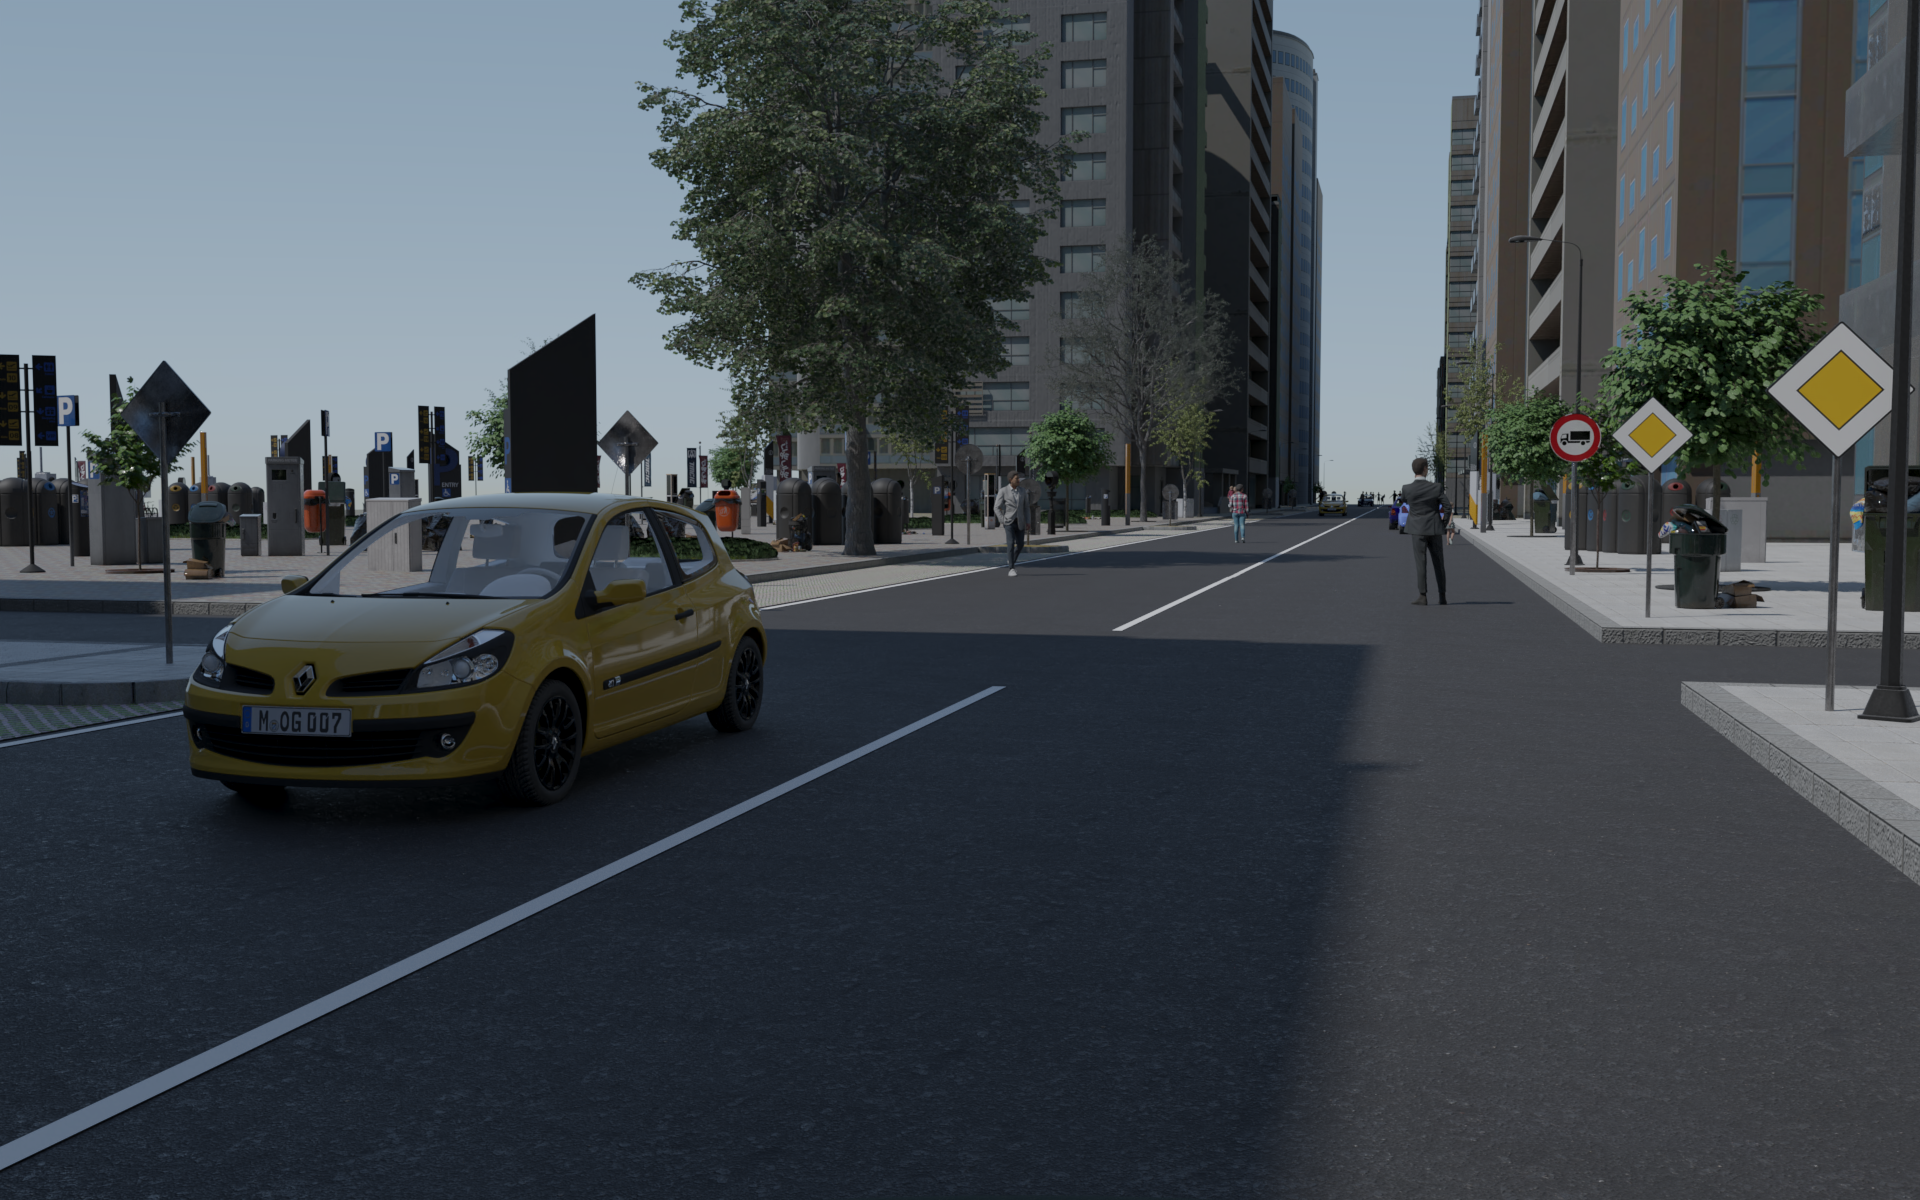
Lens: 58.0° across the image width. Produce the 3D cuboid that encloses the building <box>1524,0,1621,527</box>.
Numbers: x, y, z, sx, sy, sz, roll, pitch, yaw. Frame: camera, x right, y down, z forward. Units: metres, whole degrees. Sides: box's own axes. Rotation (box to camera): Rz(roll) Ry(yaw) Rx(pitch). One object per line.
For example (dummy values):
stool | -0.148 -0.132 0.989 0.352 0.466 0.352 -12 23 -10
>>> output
building | 36.357 -27.530 73.815 21.300 48.544 21.600 1 4 14

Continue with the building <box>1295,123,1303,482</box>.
building | 31.607 -33.548 198.621 14.600 45.320 14.200 1 4 14

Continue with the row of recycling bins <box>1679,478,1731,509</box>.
row of recycling bins | 18.145 -2.327 45.155 3.534 1.692 1.069 1 4 14

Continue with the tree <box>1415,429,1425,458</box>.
tree | 47.427 -13.573 172.287 4.737 8.622 4.395 0 3 0

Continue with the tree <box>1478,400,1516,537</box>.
tree | 17.174 -4.156 51.668 4.285 4.588 4.351 0 3 0

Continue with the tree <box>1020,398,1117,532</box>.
tree | 3.570 -4.599 58.911 4.285 4.588 4.351 0 3 0

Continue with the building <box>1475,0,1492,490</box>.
building | 45.841 -35.106 115.988 21.231 58.520 28.212 1 4 14

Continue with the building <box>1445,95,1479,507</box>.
building | 57.777 -30.331 179.499 14.154 41.232 14.086 1 4 14

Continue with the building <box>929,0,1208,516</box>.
building | 6.785 -25.621 102.491 14.154 41.232 14.086 1 4 14

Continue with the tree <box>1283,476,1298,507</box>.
tree | 31.911 -10.658 168.867 1.663 3.219 1.824 0 3 0

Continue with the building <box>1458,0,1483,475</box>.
building | 54.503 -32.090 144.285 23.786 49.044 30.456 1 4 14

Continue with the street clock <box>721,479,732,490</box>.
street clock | -11.287 -4.841 83.713 0.471 2.002 0.358 -2 4 -35

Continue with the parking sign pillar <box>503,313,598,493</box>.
parking sign pillar | -6.083 -2.280 25.750 1.447 3.967 1.447 -2 4 -28

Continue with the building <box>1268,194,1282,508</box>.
building | 22.369 -23.858 161.783 14.160 30.474 14.107 1 4 14

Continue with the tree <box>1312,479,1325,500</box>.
tree | 46.479 -14.071 224.665 1.663 3.219 1.824 0 3 0

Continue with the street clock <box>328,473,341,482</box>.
street clock | -21.074 -3.286 58.299 0.358 2.002 0.471 2 4 24

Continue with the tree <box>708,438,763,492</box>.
tree | -12.754 -6.989 97.988 4.285 4.588 4.351 0 3 0

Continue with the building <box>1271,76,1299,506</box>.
building | 27.639 -32.671 184.288 14.600 45.320 14.200 1 4 14

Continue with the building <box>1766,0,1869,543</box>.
building | 27.207 -24.432 49.570 14.600 45.320 14.200 1 4 14

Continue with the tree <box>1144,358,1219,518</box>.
tree | 11.892 -8.665 92.032 4.737 8.622 4.395 0 3 0

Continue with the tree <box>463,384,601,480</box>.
tree | -10.549 -3.650 43.393 4.285 4.588 4.351 0 3 0

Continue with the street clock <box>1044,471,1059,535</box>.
street clock | 2.889 -3.061 54.620 0.358 2.002 0.471 -2 4 -33

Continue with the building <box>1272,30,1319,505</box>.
building | 33.832 -41.495 220.439 21.231 58.520 28.212 1 4 14

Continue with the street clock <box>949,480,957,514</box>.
street clock | -0.395 -5.261 90.594 0.471 2.002 0.358 -2 4 -31

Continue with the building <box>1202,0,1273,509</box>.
building | 14.193 -31.802 143.667 21.300 48.544 21.600 1 4 14

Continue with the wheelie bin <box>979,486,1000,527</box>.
wheelie bin | 1.146 -3.582 66.468 0.693 1.594 0.980 -2 4 -34

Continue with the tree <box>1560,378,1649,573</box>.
tree | 10.706 -2.081 28.618 1.663 3.219 1.824 0 3 0

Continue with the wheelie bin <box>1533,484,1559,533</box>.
wheelie bin | 19.117 -2.981 56.647 0.693 1.594 0.980 3 5 42

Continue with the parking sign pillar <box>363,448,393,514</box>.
parking sign pillar | -26.576 -5.547 79.160 1.447 3.967 1.447 3 4 37

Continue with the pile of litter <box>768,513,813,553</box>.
pile of litter | -3.867 -1.515 38.728 1.176 0.858 1.719 1 4 22

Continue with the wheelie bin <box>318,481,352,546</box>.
wheelie bin | -15.741 -2.169 43.366 0.980 1.594 0.693 -1 4 -17

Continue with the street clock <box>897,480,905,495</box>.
street clock | -3.056 -5.108 88.091 0.471 2.002 0.358 0 4 -8

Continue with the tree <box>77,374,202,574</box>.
tree | -13.510 -2.053 28.167 1.663 3.219 1.824 0 3 0

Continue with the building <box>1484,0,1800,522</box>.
building | 36.916 -27.283 96.187 14.600 45.320 14.200 1 4 14

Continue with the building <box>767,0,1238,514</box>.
building | 3.220 -26.383 123.246 32.217 40.220 23.993 1 4 14

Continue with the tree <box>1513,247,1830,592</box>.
tree | 10.110 -2.411 23.133 4.285 4.588 4.351 0 3 0

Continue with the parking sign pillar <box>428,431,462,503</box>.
parking sign pillar | -21.683 -5.163 72.891 1.447 3.967 1.447 -2 4 -31

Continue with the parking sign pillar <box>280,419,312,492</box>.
parking sign pillar | -23.771 -4.493 61.940 1.447 3.967 1.447 1 4 16

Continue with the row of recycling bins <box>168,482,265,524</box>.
row of recycling bins | -25.978 -3.235 60.001 3.534 1.692 1.069 1 4 20

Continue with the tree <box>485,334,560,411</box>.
tree | -19.108 -7.859 78.855 4.360 8.622 3.978 0 3 0

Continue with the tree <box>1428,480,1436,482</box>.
tree | 57.940 -13.344 212.768 1.663 3.219 1.824 0 3 0

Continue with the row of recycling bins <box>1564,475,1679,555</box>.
row of recycling bins | 14.439 -1.907 38.286 1.069 1.692 3.534 0 4 -4

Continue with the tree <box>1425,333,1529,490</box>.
tree | 23.832 -7.849 78.698 4.737 8.622 4.395 0 3 0

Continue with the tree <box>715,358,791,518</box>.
tree | -11.152 -8.675 92.203 4.737 8.622 4.395 0 3 0

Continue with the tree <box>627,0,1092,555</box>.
tree | -2.145 -7.915 36.068 9.857 13.997 8.962 0 3 0

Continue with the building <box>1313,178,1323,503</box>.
building | 42.737 -36.104 240.410 14.600 45.320 14.200 1 4 14

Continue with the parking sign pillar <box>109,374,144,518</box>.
parking sign pillar | -19.058 -3.129 39.634 1.447 3.967 1.447 -1 4 -15

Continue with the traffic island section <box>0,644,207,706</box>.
traffic island section | -6.012 0.560 13.129 2.009 0.180 2.903 1 4 14

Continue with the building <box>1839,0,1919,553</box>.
building | 29.864 -24.771 24.611 30.456 49.044 23.786 1 4 14

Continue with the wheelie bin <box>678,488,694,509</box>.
wheelie bin | -13.941 -4.913 88.234 0.693 1.594 0.980 2 4 34

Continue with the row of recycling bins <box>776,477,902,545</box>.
row of recycling bins | -3.004 -2.252 43.926 3.534 1.692 1.069 -2 4 -35

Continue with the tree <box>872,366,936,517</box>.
tree | -2.667 -8.784 93.976 4.737 8.622 4.395 0 3 0

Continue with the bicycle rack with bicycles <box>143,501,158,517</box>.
bicycle rack with bicycles | -40.410 -4.365 84.754 2.852 0.926 2.925 1 4 18

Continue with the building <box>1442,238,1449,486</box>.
building | 61.579 -25.863 194.568 14.160 30.474 14.107 1 4 14

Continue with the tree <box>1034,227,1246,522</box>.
tree | 8.403 -10.351 79.614 12.009 13.543 11.850 0 3 0

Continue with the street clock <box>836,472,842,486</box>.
street clock | -4.121 -3.237 57.499 0.358 2.002 0.471 1 4 19

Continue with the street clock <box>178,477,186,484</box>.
street clock | -33.468 -4.278 74.520 0.358 2.002 0.471 -1 4 -10

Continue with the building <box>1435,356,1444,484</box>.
building | 77.072 -23.395 227.539 27.650 21.520 28.899 1 4 14

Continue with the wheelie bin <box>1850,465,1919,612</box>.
wheelie bin | 10.324 -0.681 19.046 0.980 1.594 0.693 2 4 28

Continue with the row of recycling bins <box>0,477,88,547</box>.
row of recycling bins | -22.937 -2.240 43.738 1.069 1.692 3.534 1 4 12
